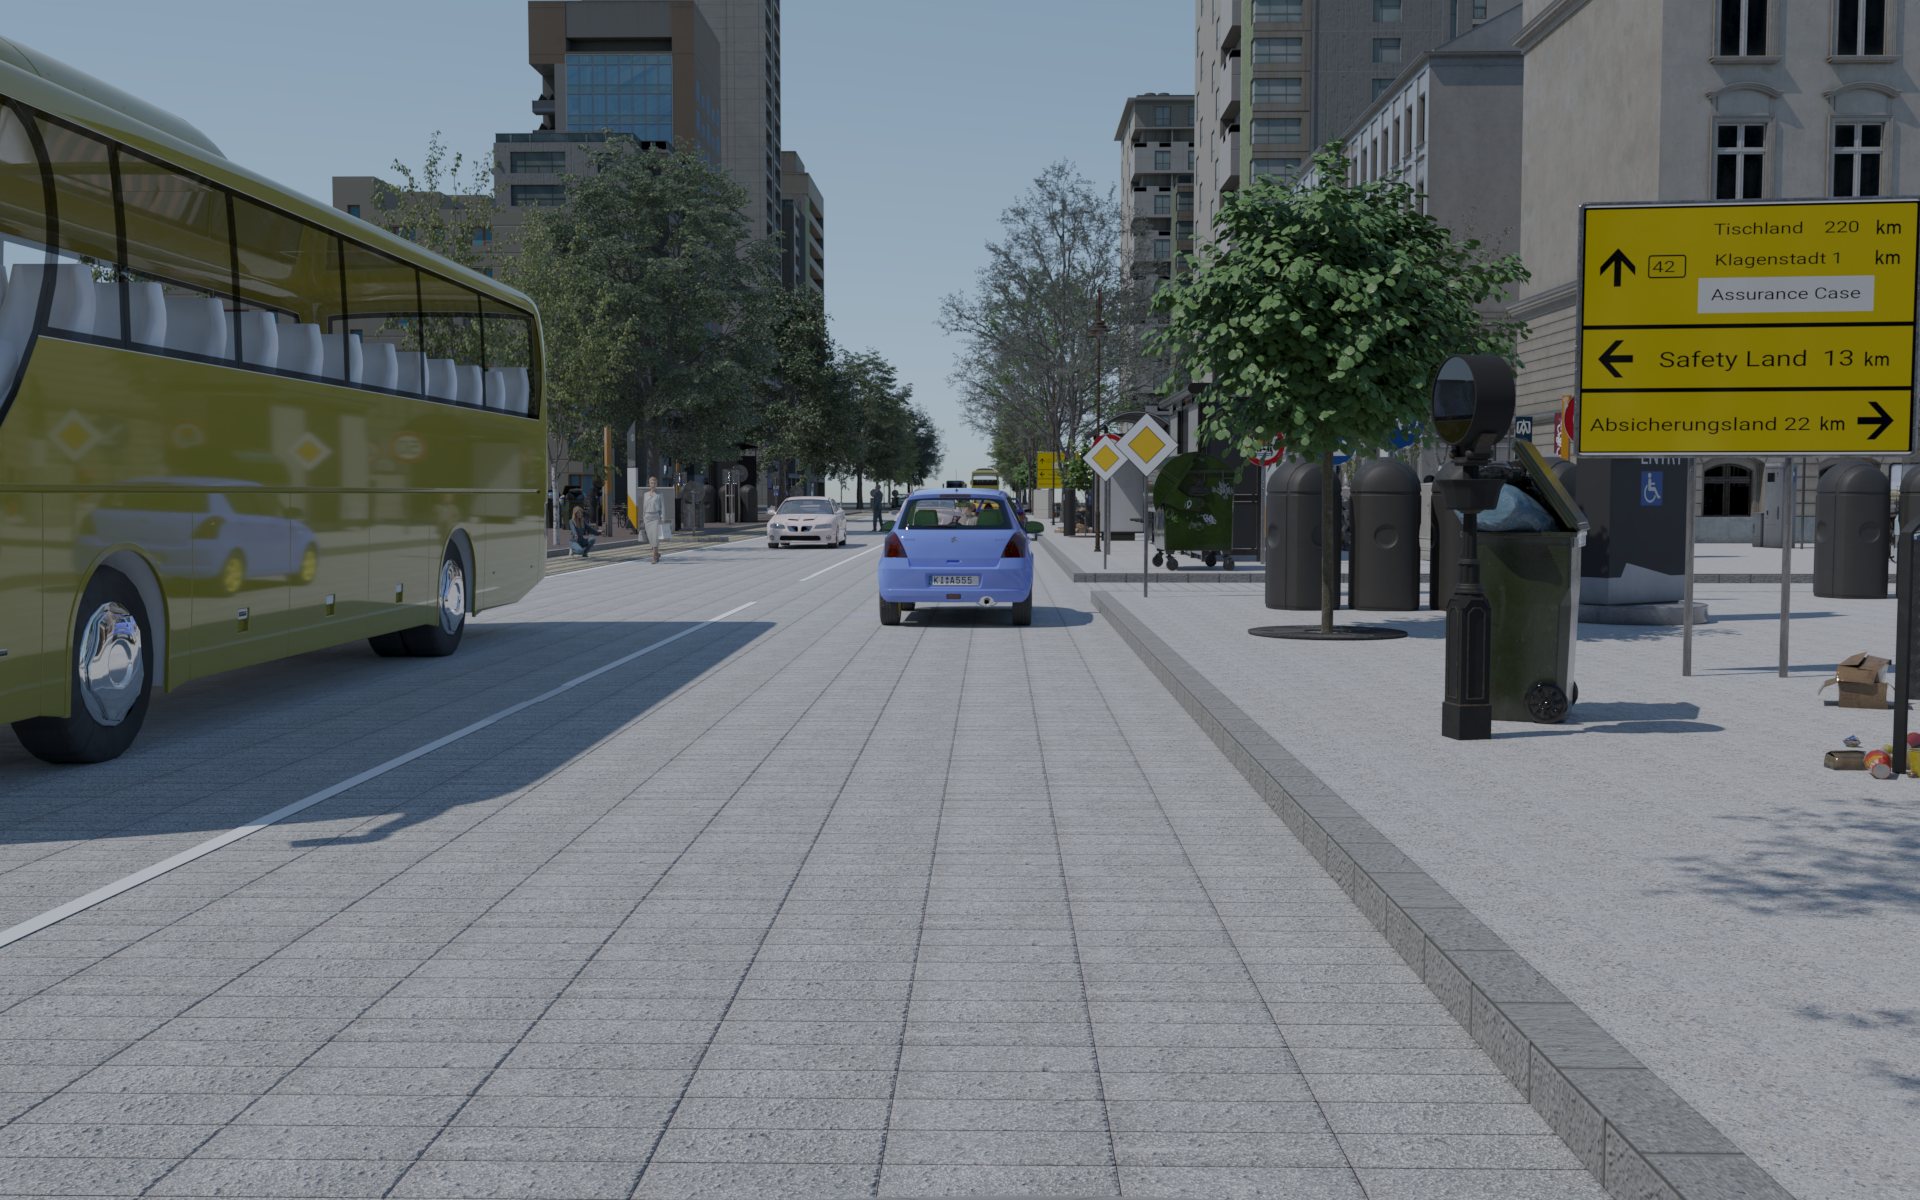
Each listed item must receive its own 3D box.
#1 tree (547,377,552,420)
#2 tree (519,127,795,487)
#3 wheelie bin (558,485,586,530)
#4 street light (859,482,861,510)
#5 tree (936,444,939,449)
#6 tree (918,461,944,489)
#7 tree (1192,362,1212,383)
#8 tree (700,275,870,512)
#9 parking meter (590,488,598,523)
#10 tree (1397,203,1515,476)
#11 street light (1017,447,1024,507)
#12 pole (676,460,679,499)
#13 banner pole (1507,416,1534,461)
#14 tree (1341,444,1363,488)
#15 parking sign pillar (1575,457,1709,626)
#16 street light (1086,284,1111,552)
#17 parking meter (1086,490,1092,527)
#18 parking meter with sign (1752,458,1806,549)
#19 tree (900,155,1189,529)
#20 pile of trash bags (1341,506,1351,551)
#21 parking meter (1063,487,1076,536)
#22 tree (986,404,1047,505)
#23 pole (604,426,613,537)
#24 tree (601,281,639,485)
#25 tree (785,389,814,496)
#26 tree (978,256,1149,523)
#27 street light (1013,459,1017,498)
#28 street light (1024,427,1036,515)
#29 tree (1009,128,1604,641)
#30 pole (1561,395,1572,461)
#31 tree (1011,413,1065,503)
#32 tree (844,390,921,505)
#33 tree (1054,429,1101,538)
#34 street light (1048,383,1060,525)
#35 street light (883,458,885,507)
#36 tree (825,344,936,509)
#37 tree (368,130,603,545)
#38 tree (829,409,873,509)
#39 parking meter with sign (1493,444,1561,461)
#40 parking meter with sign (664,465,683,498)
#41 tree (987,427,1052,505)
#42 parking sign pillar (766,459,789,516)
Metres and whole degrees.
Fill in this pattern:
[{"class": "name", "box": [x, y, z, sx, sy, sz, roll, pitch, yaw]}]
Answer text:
[{"class": "tree", "box": [-19.232, -7.565, 74.044, 4.360, 8.622, 3.978, 0, 3, 0]}, {"class": "tree", "box": [-10.837, -9.472, 61.525, 9.857, 13.997, 8.962, 0, 3, 0]}, {"class": "wheelie bin", "box": [-13.830, -3.310, 62.021, 0.980, 1.594, 0.693, -3, 5, -41]}, {"class": "street light", "box": [-8.053, -10.194, 139.464, 0.468, 5.910, 1.993, 0, 4, 1]}, {"class": "tree", "box": [-7.196, -20.707, 245.211, 9.857, 13.997, 8.962, 0, 3, 0]}, {"class": "tree", "box": [-6.237, -20.210, 264.846, 8.767, 10.594, 7.601, -2, 4, -34]}, {"class": "tree", "box": [12.097, -7.627, 75.064, 4.737, 8.622, 4.395, 0, 3, 0]}, {"class": "tree", "box": [-9.252, -10.629, 90.791, 9.611, 12.733, 9.660, 0, 3, 0]}, {"class": "parking meter", "box": [-16.151, -4.160, 76.430, 0.372, 1.533, 0.369, 0, 3, 0]}, {"class": "tree", "box": [12.297, -5.761, 44.562, 4.360, 8.622, 3.978, 0, 3, 0]}, {"class": "street light", "box": [5.360, -10.717, 148.005, 0.468, 5.910, 1.993, 0, 4, 1]}, {"class": "pole", "box": [-16.774, -6.675, 102.972, 0.158, 3.312, 0.155, 0, 3, 0]}, {"class": "banner pole", "box": [15.822, -3.620, 49.202, 0.863, 3.779, 0.401, 1, 4, 15]}, {"class": "tree", "box": [14.174, -6.849, 62.344, 4.737, 8.622, 4.395, 0, 3, 0]}, {"class": "parking sign pillar", "box": [6.812, -1.773, 17.466, 1.447, 3.967, 1.447, -2, 4, -33]}, {"class": "street light", "box": [3.059, -4.008, 38.318, 0.468, 5.910, 1.993, 0, 4, 1]}, {"class": "parking meter", "box": [5.014, -3.574, 66.848, 0.372, 1.533, 0.369, 0, 3, 0]}, {"class": "parking meter with sign", "box": [19.434, -2.735, 40.977, 0.543, 3.016, 1.738, -1, 4, -9]}, {"class": "tree", "box": [4.062, -9.389, 63.882, 12.009, 13.543, 11.850, 0, 3, 0]}, {"class": "pile of trash bags", "box": [10.180, -1.811, 39.357, 3.447, 1.369, 1.912, 1, 4, 14]}, {"class": "parking meter", "box": [3.333, -2.704, 52.625, 0.372, 1.533, 0.369, 0, 3, 0]}, {"class": "tree", "box": [6.347, -16.729, 191.645, 7.486, 12.596, 7.792, 0, 3, 0]}, {"class": "pole", "box": [-10.495, -3.538, 51.682, 0.158, 3.312, 0.155, 0, 3, 0]}, {"class": "tree", "box": [-10.129, -5.686, 43.334, 4.737, 8.622, 4.395, 0, 3, 0]}, {"class": "tree", "box": [-9.902, -9.978, 113.499, 4.737, 8.622, 4.395, 0, 3, 0]}, {"class": "tree", "box": [4.567, -9.244, 76.895, 9.928, 11.665, 9.643, 0, 3, 0]}, {"class": "street light", "box": [6.012, -12.716, 180.697, 0.468, 5.910, 1.993, 0, 4, 1]}, {"class": "street light", "box": [4.705, -8.730, 115.518, 0.468, 5.910, 1.993, 0, 4, 1]}, {"class": "tree", "box": [3.315, -1.961, 15.784, 4.285, 4.588, 4.351, 0, 3, 0]}, {"class": "pole", "box": [12.487, -2.562, 35.739, 0.158, 3.312, 0.155, 0, 3, 0]}, {"class": "tree", "box": [6.527, -11.781, 142.981, 4.737, 8.622, 4.395, 0, 3, 0]}, {"class": "tree", "box": [-8.441, -17.033, 196.613, 7.486, 12.596, 7.792, 0, 3, 0]}, {"class": "tree", "box": [3.714, -3.472, 51.364, 1.663, 3.219, 1.824, 0, 3, 0]}, {"class": "street light", "box": [3.829, -5.995, 70.802, 0.468, 5.910, 1.993, 0, 4, 1]}, {"class": "street light", "box": [-7.544, -12.181, 171.954, 0.468, 5.910, 1.993, 0, 4, 1]}, {"class": "tree", "box": [-8.472, -14.756, 147.913, 9.857, 13.997, 8.962, 0, 3, 0]}, {"class": "tree", "box": [-10.598, -5.252, 36.227, 4.737, 8.622, 4.395, 0, 3, 0]}, {"class": "tree", "box": [-8.925, -11.202, 133.509, 4.360, 8.622, 3.978, 0, 3, 0]}, {"class": "parking meter with sign", "box": [10.824, -2.207, 32.345, 1.738, 3.016, 0.543, 0, 4, 7]}, {"class": "parking meter with sign", "box": [-16.931, -6.620, 104.505, 1.738, 3.016, 0.543, -2, 4, -25]}, {"class": "tree", "box": [7.797, -17.750, 207.222, 9.611, 12.733, 9.660, 0, 3, 0]}, {"class": "parking sign pillar", "box": [-10.802, -6.989, 102.736, 1.447, 3.967, 1.447, 2, 4, 30]}]
